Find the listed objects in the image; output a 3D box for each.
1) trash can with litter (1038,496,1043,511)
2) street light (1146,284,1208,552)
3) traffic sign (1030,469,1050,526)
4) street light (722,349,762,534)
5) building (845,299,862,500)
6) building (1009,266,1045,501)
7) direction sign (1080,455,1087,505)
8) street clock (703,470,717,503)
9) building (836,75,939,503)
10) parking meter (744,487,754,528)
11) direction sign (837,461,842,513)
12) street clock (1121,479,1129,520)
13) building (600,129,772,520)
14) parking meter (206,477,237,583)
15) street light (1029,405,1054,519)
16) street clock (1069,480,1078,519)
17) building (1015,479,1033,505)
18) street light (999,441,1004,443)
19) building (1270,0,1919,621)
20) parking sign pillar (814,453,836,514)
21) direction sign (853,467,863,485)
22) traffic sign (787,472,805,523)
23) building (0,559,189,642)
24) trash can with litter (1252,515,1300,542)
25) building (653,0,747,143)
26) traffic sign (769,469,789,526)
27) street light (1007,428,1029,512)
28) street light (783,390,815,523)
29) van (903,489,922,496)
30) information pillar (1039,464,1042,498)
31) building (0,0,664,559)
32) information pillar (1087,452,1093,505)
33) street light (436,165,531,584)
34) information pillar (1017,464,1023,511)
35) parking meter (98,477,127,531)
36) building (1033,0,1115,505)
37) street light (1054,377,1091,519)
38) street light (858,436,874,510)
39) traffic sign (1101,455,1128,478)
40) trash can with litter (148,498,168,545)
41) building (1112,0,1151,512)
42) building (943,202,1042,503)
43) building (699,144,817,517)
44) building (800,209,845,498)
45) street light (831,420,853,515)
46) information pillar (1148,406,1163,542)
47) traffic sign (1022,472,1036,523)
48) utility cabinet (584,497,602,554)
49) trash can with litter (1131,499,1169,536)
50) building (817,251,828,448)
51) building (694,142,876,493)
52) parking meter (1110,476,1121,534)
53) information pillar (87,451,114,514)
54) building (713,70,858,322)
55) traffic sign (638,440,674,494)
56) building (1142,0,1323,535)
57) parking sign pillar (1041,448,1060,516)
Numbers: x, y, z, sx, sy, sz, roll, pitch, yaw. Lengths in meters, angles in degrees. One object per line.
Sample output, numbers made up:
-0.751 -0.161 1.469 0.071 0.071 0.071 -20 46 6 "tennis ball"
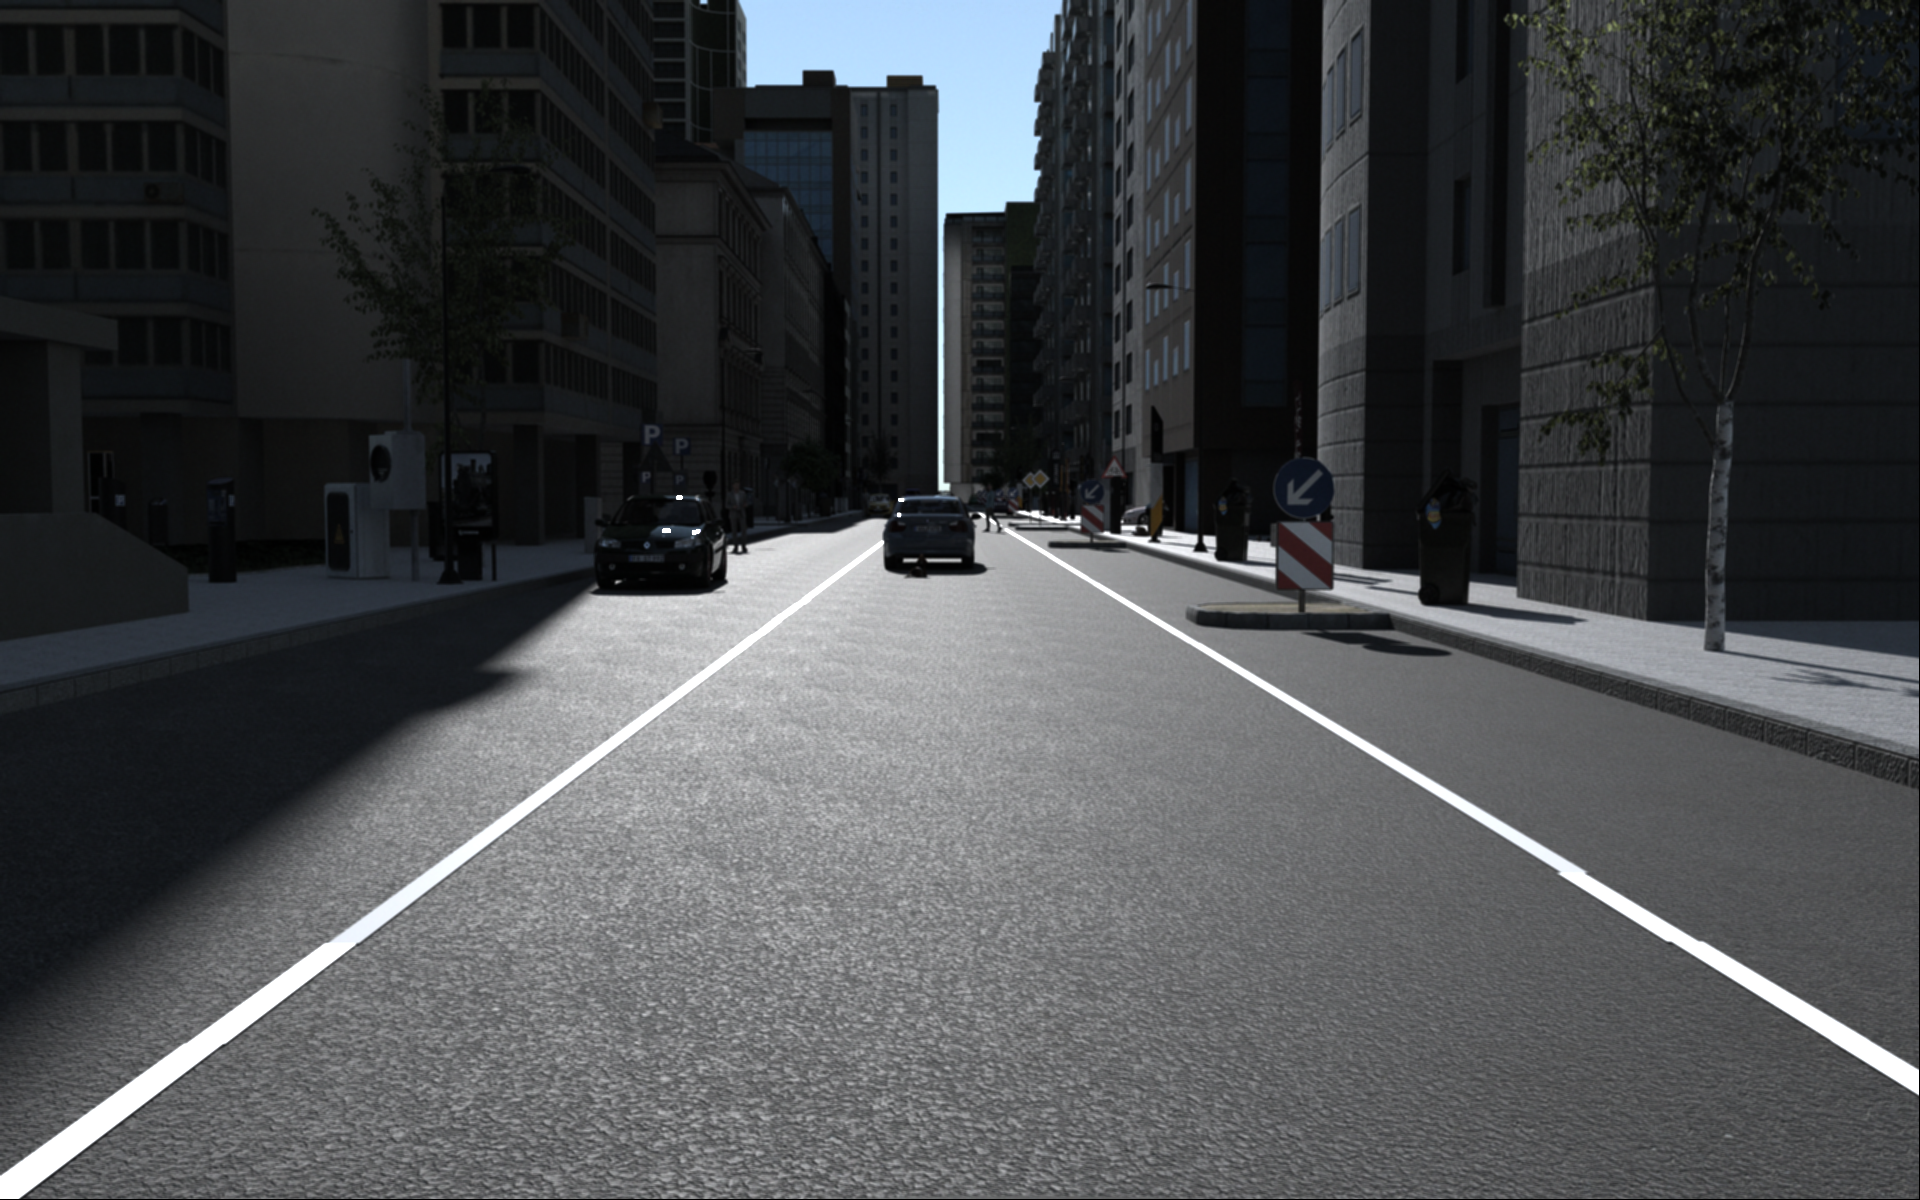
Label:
6.362 -7.217 129.392 1.055 1.170 0.624 1 4 8 "trash can with litter"
4.811 -4.027 38.388 1.470 5.913 1.316 0 4 0 "street light"
3.205 -4.015 69.286 0.795 2.450 0.064 0 4 0 "traffic sign"
-7.051 -5.079 55.582 1.470 5.913 1.316 0 4 0 "street light"
-24.044 -19.678 166.778 27.650 21.520 28.899 0 4 0 "building"
13.182 -27.387 219.471 14.160 30.474 14.107 0 4 0 "building"
7.272 -6.680 101.219 0.379 3.537 0.876 -2 4 -32 "direction sign"
-7.680 -2.977 53.246 0.358 2.002 0.471 -3 4 -37 "street clock"
-17.137 -43.126 247.105 28.212 58.520 21.231 0 4 0 "building"
-7.975 -3.483 65.355 0.372 1.533 0.369 0 3 0 "parking meter"
-8.173 -7.682 117.597 0.379 3.537 0.876 1 4 12 "direction sign"
8.016 -4.916 84.941 0.471 2.002 0.358 1 4 19 "street clock"
-15.757 -13.667 88.086 10.561 19.102 19.286 0 4 0 "building"
-10.729 -1.024 25.159 0.372 1.533 0.369 0 3 0 "parking meter"
4.506 -7.207 90.375 1.470 5.913 1.316 0 4 0 "street light"
5.698 -5.080 87.634 0.471 2.002 0.358 3 4 38 "street clock"
22.715 -31.091 200.226 32.217 40.220 23.993 0 4 0 "building"
4.137 -10.992 152.261 1.470 5.913 1.316 0 4 0 "street light"
17.318 -29.831 29.740 21.231 58.520 28.212 0 4 0 "building"
-8.724 -7.546 111.852 1.447 3.967 1.447 2 4 33 "parking sign pillar"
-8.607 -9.456 146.607 0.876 3.537 0.379 -1 4 -13 "direction sign"
-7.297 -4.500 77.216 0.795 2.450 0.064 0 4 0 "traffic sign"
-24.427 -19.489 10.532 32.217 40.220 23.993 0 4 0 "building"
8.752 -2.185 46.774 2.233 1.210 1.678 1 4 18 "trash can with litter"
-41.544 -49.413 246.147 20.611 71.187 20.563 0 4 0 "building"
-7.239 -4.012 69.231 0.795 2.450 0.064 0 4 0 "traffic sign"
4.263 -9.115 121.574 1.470 5.913 1.316 0 4 0 "street light"
-7.170 -6.406 77.275 1.470 5.913 1.316 0 4 0 "street light"
-5.732 -12.627 210.841 2.240 2.365 5.245 0 4 -1 "van"
6.224 -8.714 133.824 0.183 3.616 0.504 1 4 13 "information pillar"
-21.717 -21.964 50.991 23.993 40.220 32.217 0 4 0 "building"
7.220 -6.421 96.334 0.183 3.616 0.504 -2 4 -35 "information pillar"
-6.750 -3.183 24.580 1.470 5.913 1.316 0 4 0 "street light"
4.540 -8.587 131.745 0.504 3.616 0.183 2 4 34 "information pillar"
-12.650 -1.069 25.884 0.372 1.533 0.369 0 3 0 "parking meter"
18.845 -33.832 172.755 23.786 49.044 30.456 0 4 0 "building"
4.649 -5.904 69.075 1.470 5.913 1.316 0 4 0 "street light"
-7.538 -10.159 138.648 1.470 5.913 1.316 0 4 0 "street light"
5.116 -3.515 57.478 0.884 2.594 0.081 0 4 0 "traffic sign"
-15.300 -1.390 33.788 1.678 1.210 2.233 1 4 9 "trash can with litter"
19.084 -39.770 88.490 20.611 71.187 20.563 0 4 0 "building"
4.591 -34.289 244.227 14.086 41.232 14.154 0 4 0 "building"
-14.607 -15.762 106.853 9.793 20.994 18.267 0 4 0 "building"
-16.106 -19.156 142.882 12.332 23.373 15.834 0 4 0 "building"
-7.344 -8.283 107.961 1.470 5.913 1.316 0 4 0 "street light"
5.230 -3.349 46.109 0.183 3.616 0.504 3 4 38 "information pillar"
3.147 -4.503 77.270 0.795 2.450 0.064 0 4 0 "traffic sign"
-7.944 -1.615 37.572 0.306 1.237 1.020 0 4 -6 "utility cabinet"
5.783 -2.529 52.739 1.055 1.170 0.624 -2 4 -31 "trash can with litter"
-15.012 -16.880 125.147 9.793 20.994 18.267 0 4 0 "building"
-25.328 -34.259 214.763 28.867 44.769 22.147 0 4 0 "building"
5.020 -3.066 55.845 0.255 1.863 0.399 -1 4 -17 "parking meter"
-14.666 -1.536 29.610 0.304 2.012 0.304 0 4 -1 "information pillar"
-18.317 -32.874 187.602 14.600 45.320 14.200 0 4 0 "building"
-7.352 -2.559 41.836 0.884 2.594 0.081 0 4 5 "traffic sign"
14.042 -25.025 59.272 14.600 45.320 14.200 0 4 0 "building"
5.537 -6.966 102.373 1.447 3.967 1.447 -1 4 -11 "parking sign pillar"
